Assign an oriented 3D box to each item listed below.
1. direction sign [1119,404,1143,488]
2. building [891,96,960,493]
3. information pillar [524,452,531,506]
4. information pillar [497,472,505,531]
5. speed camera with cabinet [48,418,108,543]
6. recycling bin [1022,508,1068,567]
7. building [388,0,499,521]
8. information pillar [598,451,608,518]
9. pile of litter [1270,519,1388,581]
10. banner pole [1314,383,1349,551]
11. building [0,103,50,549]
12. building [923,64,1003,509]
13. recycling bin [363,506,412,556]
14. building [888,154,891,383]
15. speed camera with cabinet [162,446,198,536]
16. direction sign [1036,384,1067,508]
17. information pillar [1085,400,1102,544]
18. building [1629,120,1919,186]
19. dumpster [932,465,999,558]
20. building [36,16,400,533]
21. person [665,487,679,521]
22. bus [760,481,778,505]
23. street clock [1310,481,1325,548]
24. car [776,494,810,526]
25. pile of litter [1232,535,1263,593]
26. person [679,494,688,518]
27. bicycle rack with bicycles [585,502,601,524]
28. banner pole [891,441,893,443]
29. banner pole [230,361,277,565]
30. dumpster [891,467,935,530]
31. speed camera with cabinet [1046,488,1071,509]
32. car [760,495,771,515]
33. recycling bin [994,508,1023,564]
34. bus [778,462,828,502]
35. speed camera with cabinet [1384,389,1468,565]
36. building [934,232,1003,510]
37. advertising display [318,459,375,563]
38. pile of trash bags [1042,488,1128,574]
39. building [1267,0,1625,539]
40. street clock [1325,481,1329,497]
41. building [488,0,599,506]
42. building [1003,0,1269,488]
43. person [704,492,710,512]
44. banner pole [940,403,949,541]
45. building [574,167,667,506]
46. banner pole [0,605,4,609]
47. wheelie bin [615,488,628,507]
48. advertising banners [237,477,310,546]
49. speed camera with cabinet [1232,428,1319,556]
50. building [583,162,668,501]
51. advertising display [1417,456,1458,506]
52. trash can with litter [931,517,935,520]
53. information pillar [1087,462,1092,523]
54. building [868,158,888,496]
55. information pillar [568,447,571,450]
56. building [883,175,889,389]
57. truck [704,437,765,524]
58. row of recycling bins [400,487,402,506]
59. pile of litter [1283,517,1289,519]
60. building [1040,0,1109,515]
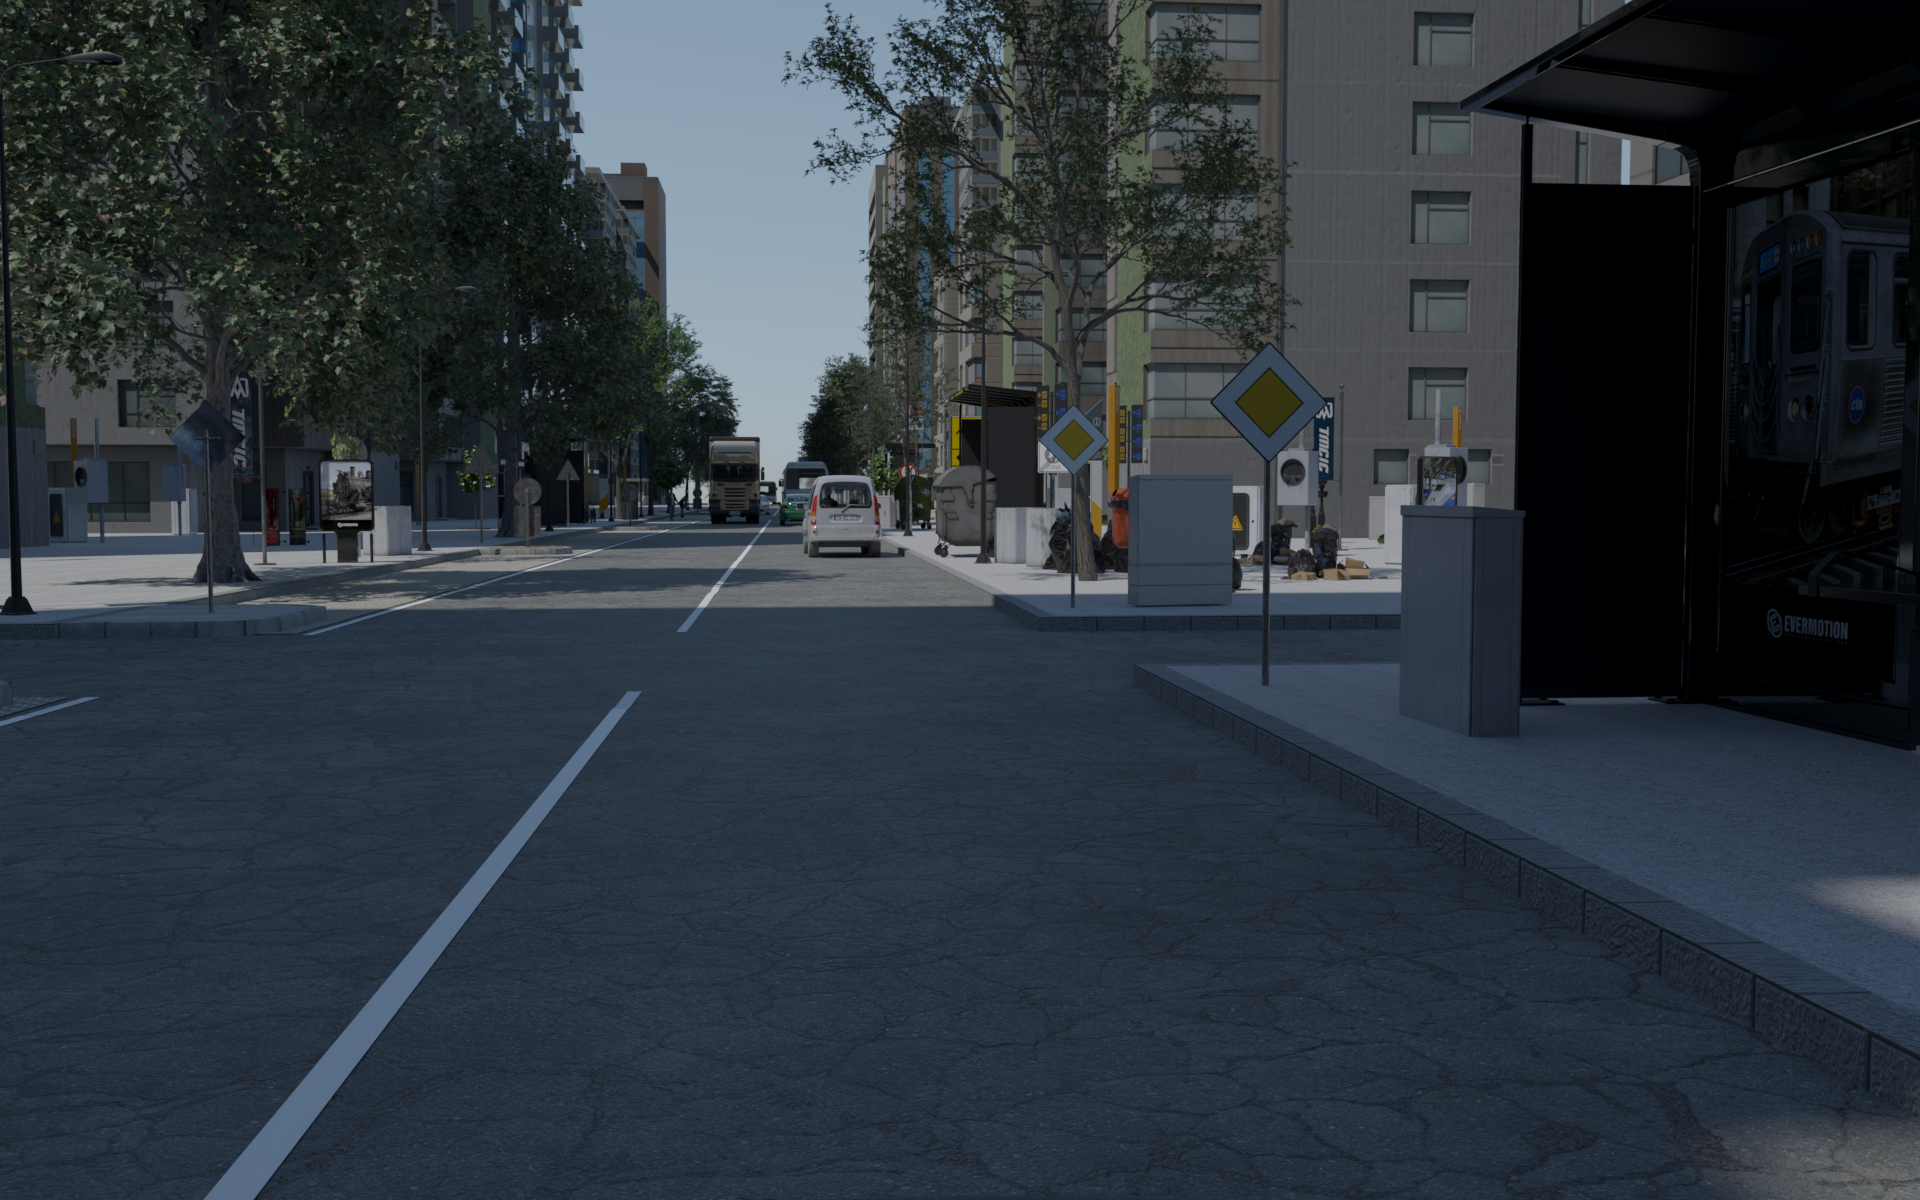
[{"bbox_3d":[4.295,-3.187,44.113,0.876,3.537,0.379,3,5,45],"label":"direction sign"},{"bbox_3d":[0.190,-33.405,196.282,14.600,45.320,14.200,0,4,-6],"label":"building"},{"bbox_3d":[-23.205,-6.223,93.095,0.504,3.616,0.183,1,4,21],"label":"information pillar"},{"bbox_3d":[-15.410,-3.300,58.441,0.304,2.012,0.304,1,4,14],"label":"information pillar"},{"bbox_3d":[-23.218,-3.132,45.540,2.038,3.252,0.660,2,4,35],"label":"speed camera with cabinet"},{"bbox_3d":[1.647,-1.098,30.507,0.722,1.027,0.722,3,4,36],"label":"recycling bin"},{"bbox_3d":[-30.774,-24.437,83.144,14.154,41.232,14.086,0,4,-6],"label":"building"},{"bbox_3d":[-18.853,-6.124,91.482,0.504,3.616,0.183,-2,4,-35],"label":"information pillar"},{"bbox_3d":[5.658,-0.744,26.136,1.719,0.858,1.176,0,4,0],"label":"pile of litter"},{"bbox_3d":[8.428,-3.019,39.378,0.863,3.779,0.401,1,4,22],"label":"banner pole"},{"bbox_3d":[-28.960,-21.451,34.326,14.154,41.232,14.086,0,4,-6],"label":"building"},{"bbox_3d":[12.731,-28.151,152.155,32.217,40.220,23.993,0,4,-6],"label":"building"},{"bbox_3d":[-12.017,-1.455,36.339,0.722,1.027,0.722,2,4,27],"label":"recycling bin"},{"bbox_3d":[-1.385,-34.267,210.369,14.600,45.320,14.200,0,4,-6],"label":"building"},{"bbox_3d":[-24.441,-3.663,54.229,0.660,3.252,2.038,-1,4,-11],"label":"speed camera with cabinet"},{"bbox_3d":[1.906,-2.695,36.055,0.379,3.537,0.876,-3,5,-42],"label":"direction sign"},{"bbox_3d":[3.303,-3.155,42.944,0.504,3.616,0.183,-1,4,-19],"label":"information pillar"},{"bbox_3d":[30.215,-36.725,38.711,20.611,71.187,20.563,0,4,-6],"label":"building"},{"bbox_3d":[0.120,-1.823,35.569,1.264,1.857,1.865,0,4,-5],"label":"dumpster"},{"bbox_3d":[-28.908,-17.724,61.494,14.160,30.474,14.107,0,4,-6],"label":"building"},{"bbox_3d":[-15.074,-4.993,90.483,0.721,1.781,0.623,3,4,36],"label":"person"},{"bbox_3d":[-26.521,-14.898,238.435,2.948,3.499,13.247,0,4,-5],"label":"bus"},{"bbox_3d":[8.361,-2.232,41.057,0.358,2.002,0.471,0,4,4],"label":"street clock"},{"bbox_3d":[-7.463,-4.198,80.441,2.131,1.459,4.920,0,4,-6],"label":"car"},{"bbox_3d":[3.184,-0.548,22.925,1.176,0.858,1.719,2,4,32],"label":"pile of litter"},{"bbox_3d":[-16.784,-5.714,105.161,0.421,1.427,0.697,2,4,34],"label":"person"},{"bbox_3d":[-17.035,-3.860,76.499,2.852,0.926,2.925,0,4,3],"label":"bicycle rack with bicycles"},{"bbox_3d":[-3.377,-5.583,81.293,0.863,3.779,0.401,2,4,31],"label":"banner pole"},{"bbox_3d":[-12.760,-2.512,31.081,0.863,3.779,0.401,-3,4,-36],"label":"banner pole"},{"bbox_3d":[-1.709,-3.702,63.025,1.502,2.255,1.985,0,4,-5],"label":"dumpster"},{"bbox_3d":[2.498,-3.322,48.657,2.038,3.252,0.660,-1,4,-22],"label":"speed camera with cabinet"},{"bbox_3d":[-14.213,-6.644,120.995,2.083,1.381,4.827,0,4,-6],"label":"car"},{"bbox_3d":[1.112,-1.198,32.143,0.722,1.027,0.722,-2,4,-31],"label":"recycling bin"},{"bbox_3d":[-9.479,-6.734,104.962,2.948,3.499,13.247,0,4,-6],"label":"bus"},{"bbox_3d":[8.635,-2.304,32.000,0.660,3.252,2.038,3,5,45],"label":"speed camera with cabinet"},{"bbox_3d":[13.089,-17.188,126.064,27.650,21.520,28.899,0,4,-6],"label":"building"},{"bbox_3d":[-11.403,-1.652,32.219,0.974,1.923,0.123,-1,4,-8],"label":"advertising display"},{"bbox_3d":[2.455,-1.129,28.209,1.912,1.369,3.447,0,4,-5],"label":"pile of trash bags"},{"bbox_3d":[11.747,-22.763,55.778,14.154,41.232,14.086,0,4,-6],"label":"building"},{"bbox_3d":[9.377,-2.467,44.899,0.358,2.002,0.471,0,4,5],"label":"street clock"},{"bbox_3d":[-41.674,-31.596,136.200,23.786,49.044,30.456,0,4,-6],"label":"building"},{"bbox_3d":[9.344,-25.670,103.303,14.154,41.232,14.086,0,4,-6],"label":"building"},{"bbox_3d":[-20.017,-7.952,139.224,1.217,1.735,0.721,-1,4,-21],"label":"person"},{"bbox_3d":[-0.357,-3.509,47.384,0.401,3.779,0.863,0,4,-7],"label":"banner pole"},{"bbox_3d":[-53.547,-32.169,217.849,32.217,40.220,23.993,0,4,-6],"label":"building"},{"bbox_3d":[-10.754,-1.779,19.096,0.401,3.779,0.863,-3,4,-38],"label":"banner pole"},{"bbox_3d":[-18.034,-5.194,92.824,0.980,1.594,0.693,0,4,8],"label":"wheelie bin"},{"bbox_3d":[-17.028,-2.850,42.793,0.090,3.025,2.074,2,4,34],"label":"advertising banners"},{"bbox_3d":[6.300,-2.524,35.601,2.038,3.252,0.660,2,4,34],"label":"speed camera with cabinet"},{"bbox_3d":[-47.617,-35.921,237.420,14.600,45.320,14.200,0,4,-6],"label":"building"},{"bbox_3d":[8.132,-1.487,29.529,0.974,1.923,0.123,-3,4,-38],"label":"advertising display"},{"bbox_3d":[-1.912,-4.591,86.125,2.233,1.210,1.678,2,4,34],"label":"trash can with litter"},{"bbox_3d":[2.852,-2.158,39.771,0.304,2.012,0.304,0,4,-5],"label":"information pillar"},{"bbox_3d":[-1.652,-37.874,242.935,21.300,48.544,21.600,0,4,-6],"label":"building"},{"bbox_3d":[-18.681,-5.559,82.252,0.504,3.616,0.183,-1,4,-17],"label":"information pillar"},{"bbox_3d":[-3.050,-33.111,224.956,14.154,41.232,14.086,0,4,-6],"label":"building"},{"bbox_3d":[-11.270,-5.992,86.876,2.839,4.237,11.283,0,4,-7],"label":"truck"},{"bbox_3d":[-24.797,-4.174,75.355,1.069,1.692,3.534,-1,4,-15],"label":"row of recycling bins"},{"bbox_3d":[5.765,-1.076,31.559,1.176,0.858,1.719,-3,4,-38],"label":"pile of litter"},{"bbox_3d":[10.974,-19.391,88.744,14.160,30.474,14.107,0,4,-6],"label":"building"}]
